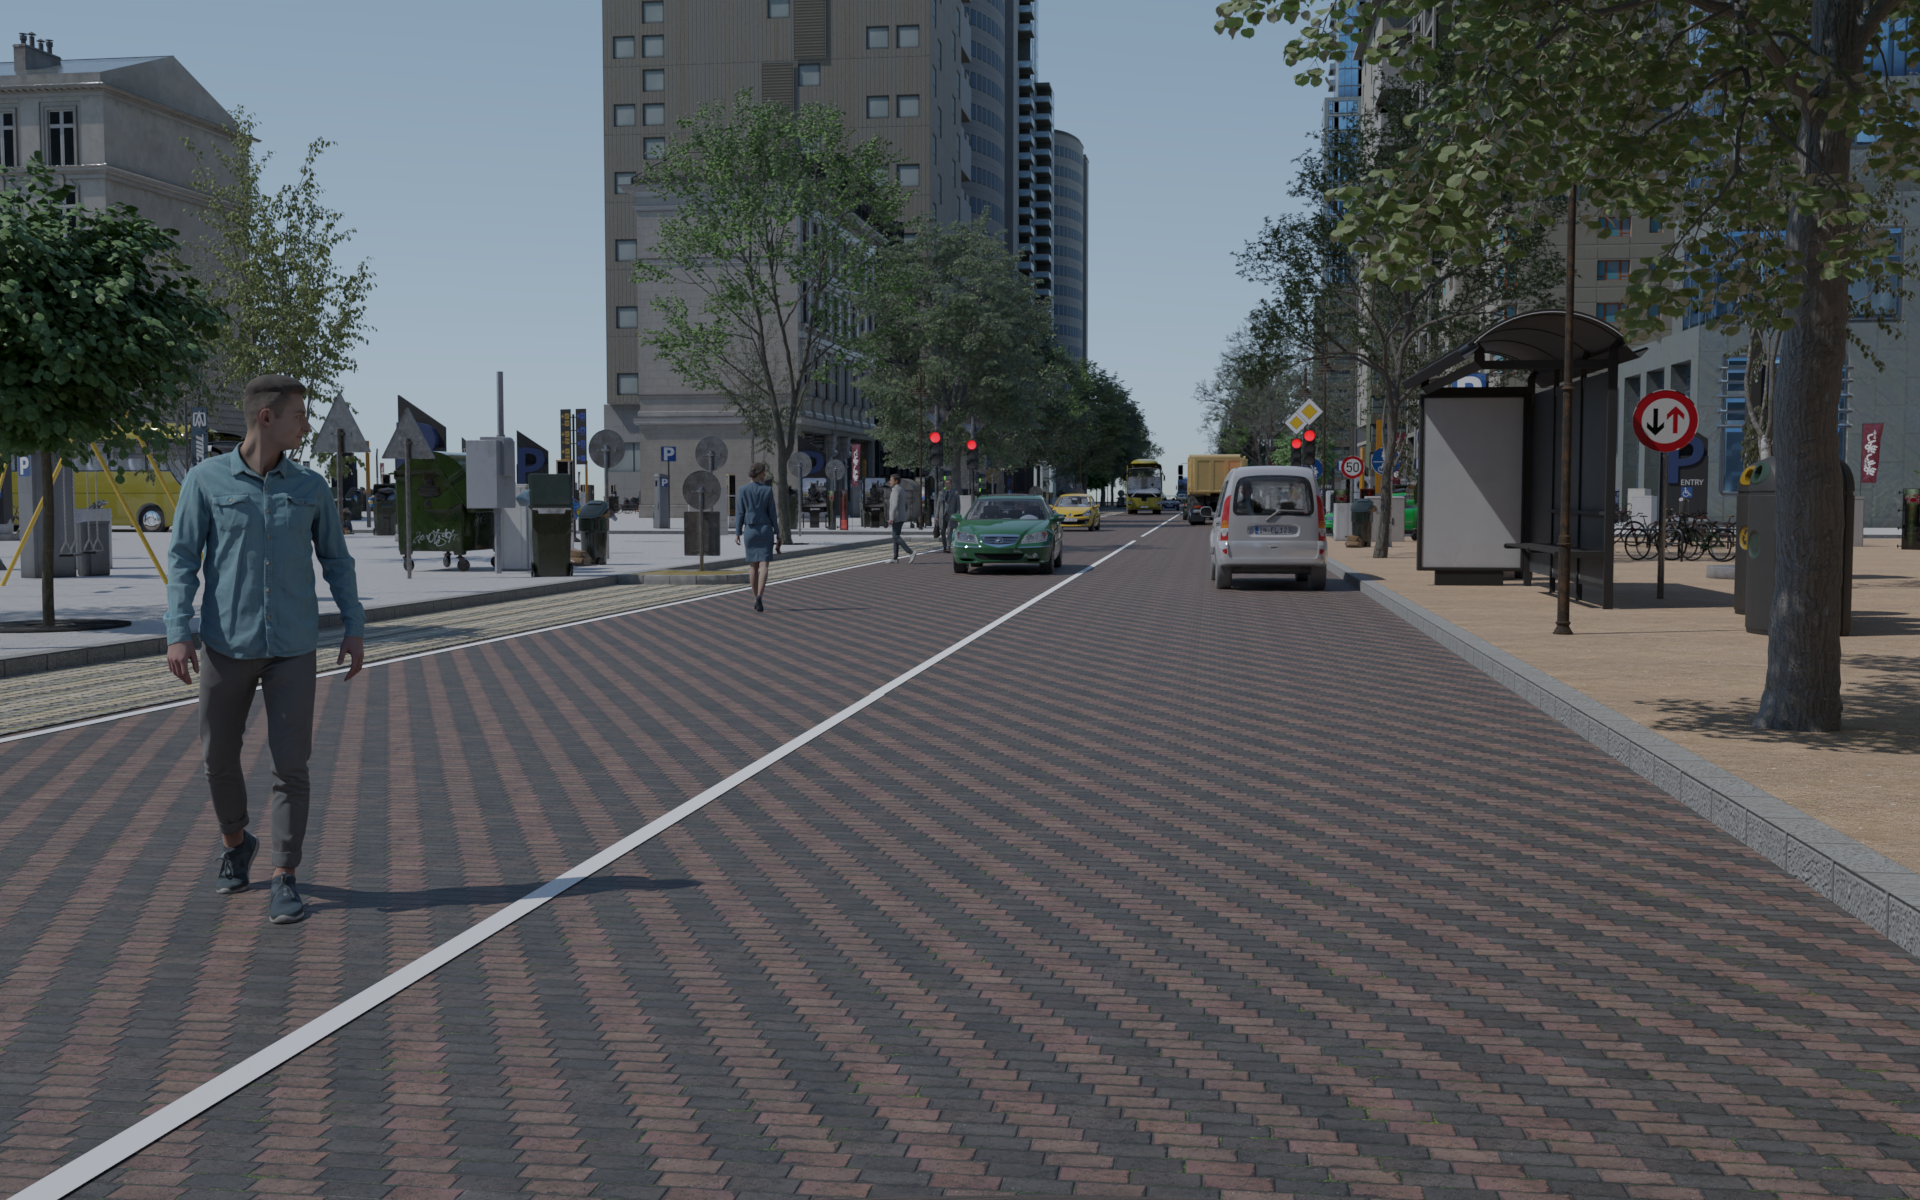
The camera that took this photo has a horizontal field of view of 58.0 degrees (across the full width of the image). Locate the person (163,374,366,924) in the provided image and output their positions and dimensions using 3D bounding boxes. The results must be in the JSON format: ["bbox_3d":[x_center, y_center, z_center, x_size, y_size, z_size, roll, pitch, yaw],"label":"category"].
[{"bbox_3d":[-2.408,0.142,6.045,0.638,1.841,0.748,-1,4,-18],"label":"person"}]

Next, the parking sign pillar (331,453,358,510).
[{"bbox_3d":[-31.187,-6.072,87.746,1.447,3.967,1.447,1,4,17],"label":"parking sign pillar"}]

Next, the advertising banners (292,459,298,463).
[{"bbox_3d":[-33.172,-5.429,84.954,2.074,3.025,0.090,2,4,27],"label":"advertising banners"}]

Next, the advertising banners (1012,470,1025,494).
[{"bbox_3d":[3.498,-6.271,98.725,2.074,3.025,0.090,-2,4,-24],"label":"advertising banners"}]

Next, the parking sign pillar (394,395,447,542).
[{"bbox_3d":[-14.602,-3.576,46.933,1.447,3.967,1.447,0,4,4],"label":"parking sign pillar"}]

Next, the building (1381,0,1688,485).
[{"bbox_3d":[46.138,-42.980,140.974,20.563,71.187,20.611,1,4,8],"label":"building"}]

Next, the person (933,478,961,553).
[{"bbox_3d":[-0.332,-2.058,42.255,0.694,1.812,0.767,1,4,16],"label":"person"}]

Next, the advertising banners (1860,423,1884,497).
[{"bbox_3d":[22.006,-2.883,43.327,0.090,3.025,2.074,-3,4,-36],"label":"advertising banners"}]

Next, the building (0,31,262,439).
[{"bbox_3d":[-54.321,-16.287,85.379,34.723,24.649,14.460,1,4,8],"label":"building"}]

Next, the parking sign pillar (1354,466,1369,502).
[{"bbox_3d":[28.147,-8.181,122.226,1.447,3.967,1.447,3,5,43],"label":"parking sign pillar"}]

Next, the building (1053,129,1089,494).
[{"bbox_3d":[8.896,-44.890,275.951,21.231,58.520,28.212,1,4,8],"label":"building"}]

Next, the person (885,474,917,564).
[{"bbox_3d":[-1.202,-1.669,35.634,0.795,1.843,0.661,1,4,21],"label":"person"}]

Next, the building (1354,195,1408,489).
[{"bbox_3d":[44.638,-23.746,159.945,14.160,30.474,14.107,1,4,8],"label":"building"}]

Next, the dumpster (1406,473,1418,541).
[{"bbox_3d":[12.808,-2.685,46.387,1.502,2.255,1.985,1,4,8],"label":"dumpster"}]

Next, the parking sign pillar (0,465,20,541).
[{"bbox_3d":[-26.509,-3.626,47.751,1.447,3.967,1.447,-1,4,-19],"label":"parking sign pillar"}]

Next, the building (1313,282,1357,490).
[{"bbox_3d":[57.975,-29.273,250.308,14.160,30.474,14.107,1,4,8],"label":"building"}]

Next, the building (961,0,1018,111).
[{"bbox_3d":[-6.085,-38.928,178.467,21.231,58.520,28.212,1,4,8],"label":"building"}]

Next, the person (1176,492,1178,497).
[{"bbox_3d":[33.855,-15.927,269.614,1.217,1.736,0.721,-1,4,-17],"label":"person"}]

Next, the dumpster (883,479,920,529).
[{"bbox_3d":[-2.179,-3.629,65.086,1.264,1.857,1.865,0,4,8],"label":"dumpster"}]

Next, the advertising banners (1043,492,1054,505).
[{"bbox_3d":[5.954,-7.717,122.354,0.090,3.025,2.074,3,5,42],"label":"advertising banners"}]

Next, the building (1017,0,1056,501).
[{"bbox_3d":[3.068,-57.084,245.999,22.319,86.520,31.000,1,4,8],"label":"building"}]

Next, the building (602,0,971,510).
[{"bbox_3d":[-13.777,-34.383,151.404,28.713,52.752,27.495,1,4,8],"label":"building"}]

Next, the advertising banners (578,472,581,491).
[{"bbox_3d":[-29.821,-8.454,134.414,0.090,3.025,2.074,1,4,10],"label":"advertising banners"}]

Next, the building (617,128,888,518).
[{"bbox_3d":[-12.675,-14.813,93.107,10.553,20.767,40.483,1,4,8],"label":"building"}]

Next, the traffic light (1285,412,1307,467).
[{"bbox_3d":[11.363,-4.269,58.713,0.839,4.253,0.868,1,4,8],"label":"traffic light"}]

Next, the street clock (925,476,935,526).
[{"bbox_3d":[-1.235,-3.925,68.737,0.358,2.002,0.471,3,4,36],"label":"street clock"}]

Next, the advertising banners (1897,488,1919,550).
[{"bbox_3d":[22.334,-2.628,39.152,0.090,3.025,2.074,-3,5,-39],"label":"advertising banners"}]

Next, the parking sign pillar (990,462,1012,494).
[{"bbox_3d":[2.310,-6.636,96.969,1.447,3.967,1.447,3,5,45],"label":"parking sign pillar"}]

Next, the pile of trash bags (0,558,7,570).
[{"bbox_3d":[-17.745,-1.214,29.595,1.912,1.369,3.447,-3,5,-44],"label":"pile of trash bags"}]

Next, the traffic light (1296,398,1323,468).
[{"bbox_3d":[10.209,-3.785,50.811,0.839,4.253,0.868,1,4,8],"label":"traffic light"}]

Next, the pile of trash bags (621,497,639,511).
[{"bbox_3d":[-24.317,-7.585,133.769,3.447,1.369,1.912,-2,4,-32],"label":"pile of trash bags"}]

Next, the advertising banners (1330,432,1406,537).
[{"bbox_3d":[11.592,-3.245,49.247,2.074,3.025,0.090,1,4,10],"label":"advertising banners"}]

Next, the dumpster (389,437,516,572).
[{"bbox_3d":[-8.577,-1.642,29.347,1.502,2.255,1.985,1,4,8],"label":"dumpster"}]

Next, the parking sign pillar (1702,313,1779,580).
[{"bbox_3d":[12.138,-2.310,26.238,1.447,3.967,1.447,1,4,21],"label":"parking sign pillar"}]

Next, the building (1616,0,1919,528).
[{"bbox_3d":[45.136,-46.483,72.664,31.000,86.520,22.319,1,4,8],"label":"building"}]

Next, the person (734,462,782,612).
[{"bbox_3d":[-2.496,-0.776,21.211,0.581,1.822,0.654,1,4,11],"label":"person"}]

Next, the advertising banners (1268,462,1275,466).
[{"bbox_3d":[17.750,-6.024,94.674,2.074,3.025,0.090,-1,4,-18],"label":"advertising banners"}]

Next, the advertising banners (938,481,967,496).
[{"bbox_3d":[-0.577,-6.331,99.707,2.074,3.025,0.090,-1,4,-16],"label":"advertising banners"}]

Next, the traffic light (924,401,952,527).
[{"bbox_3d":[-0.690,-3.881,52.382,0.839,4.253,0.868,1,4,8],"label":"traffic light"}]

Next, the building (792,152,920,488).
[{"bbox_3d":[-10.204,-17.822,121.072,12.332,23.373,15.834,1,4,8],"label":"building"}]

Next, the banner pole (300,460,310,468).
[{"bbox_3d":[-43.608,-7.655,115.175,0.863,3.779,0.401,0,4,-8],"label":"banner pole"}]

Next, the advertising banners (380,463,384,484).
[{"bbox_3d":[-31.714,-6.115,96.165,0.090,3.025,2.074,-3,5,-44],"label":"advertising banners"}]

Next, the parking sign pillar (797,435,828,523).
[{"bbox_3d":[-6.685,-5.502,78.433,1.447,3.967,1.447,-1,4,-11],"label":"parking sign pillar"}]

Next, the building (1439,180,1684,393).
[{"bbox_3d":[47.817,-16.508,114.947,27.650,21.520,28.899,1,4,8],"label":"building"}]

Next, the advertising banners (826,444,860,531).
[{"bbox_3d":[-4.107,-3.968,61.069,0.090,3.025,2.074,-3,4,-38],"label":"advertising banners"}]

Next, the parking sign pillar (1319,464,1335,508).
[{"bbox_3d":[19.210,-6.331,91.979,1.447,3.967,1.447,0,4,3],"label":"parking sign pillar"}]

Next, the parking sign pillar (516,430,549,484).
[{"bbox_3d":[-17.931,-5.151,72.698,1.447,3.967,1.447,0,4,-8],"label":"parking sign pillar"}]

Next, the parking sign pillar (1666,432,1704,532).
[{"bbox_3d":[23.971,-4.201,57.152,1.447,3.967,1.447,1,4,18],"label":"parking sign pillar"}]

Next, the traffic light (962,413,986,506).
[{"bbox_3d":[0.465,-4.365,60.284,0.839,4.253,0.868,1,4,8],"label":"traffic light"}]

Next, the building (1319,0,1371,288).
[{"bbox_3d":[65.237,-58.570,270.290,22.319,86.520,31.000,1,4,8],"label":"building"}]

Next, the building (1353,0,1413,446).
[{"bbox_3d":[56.115,-36.093,179.361,28.713,52.752,27.495,1,4,8],"label":"building"}]
